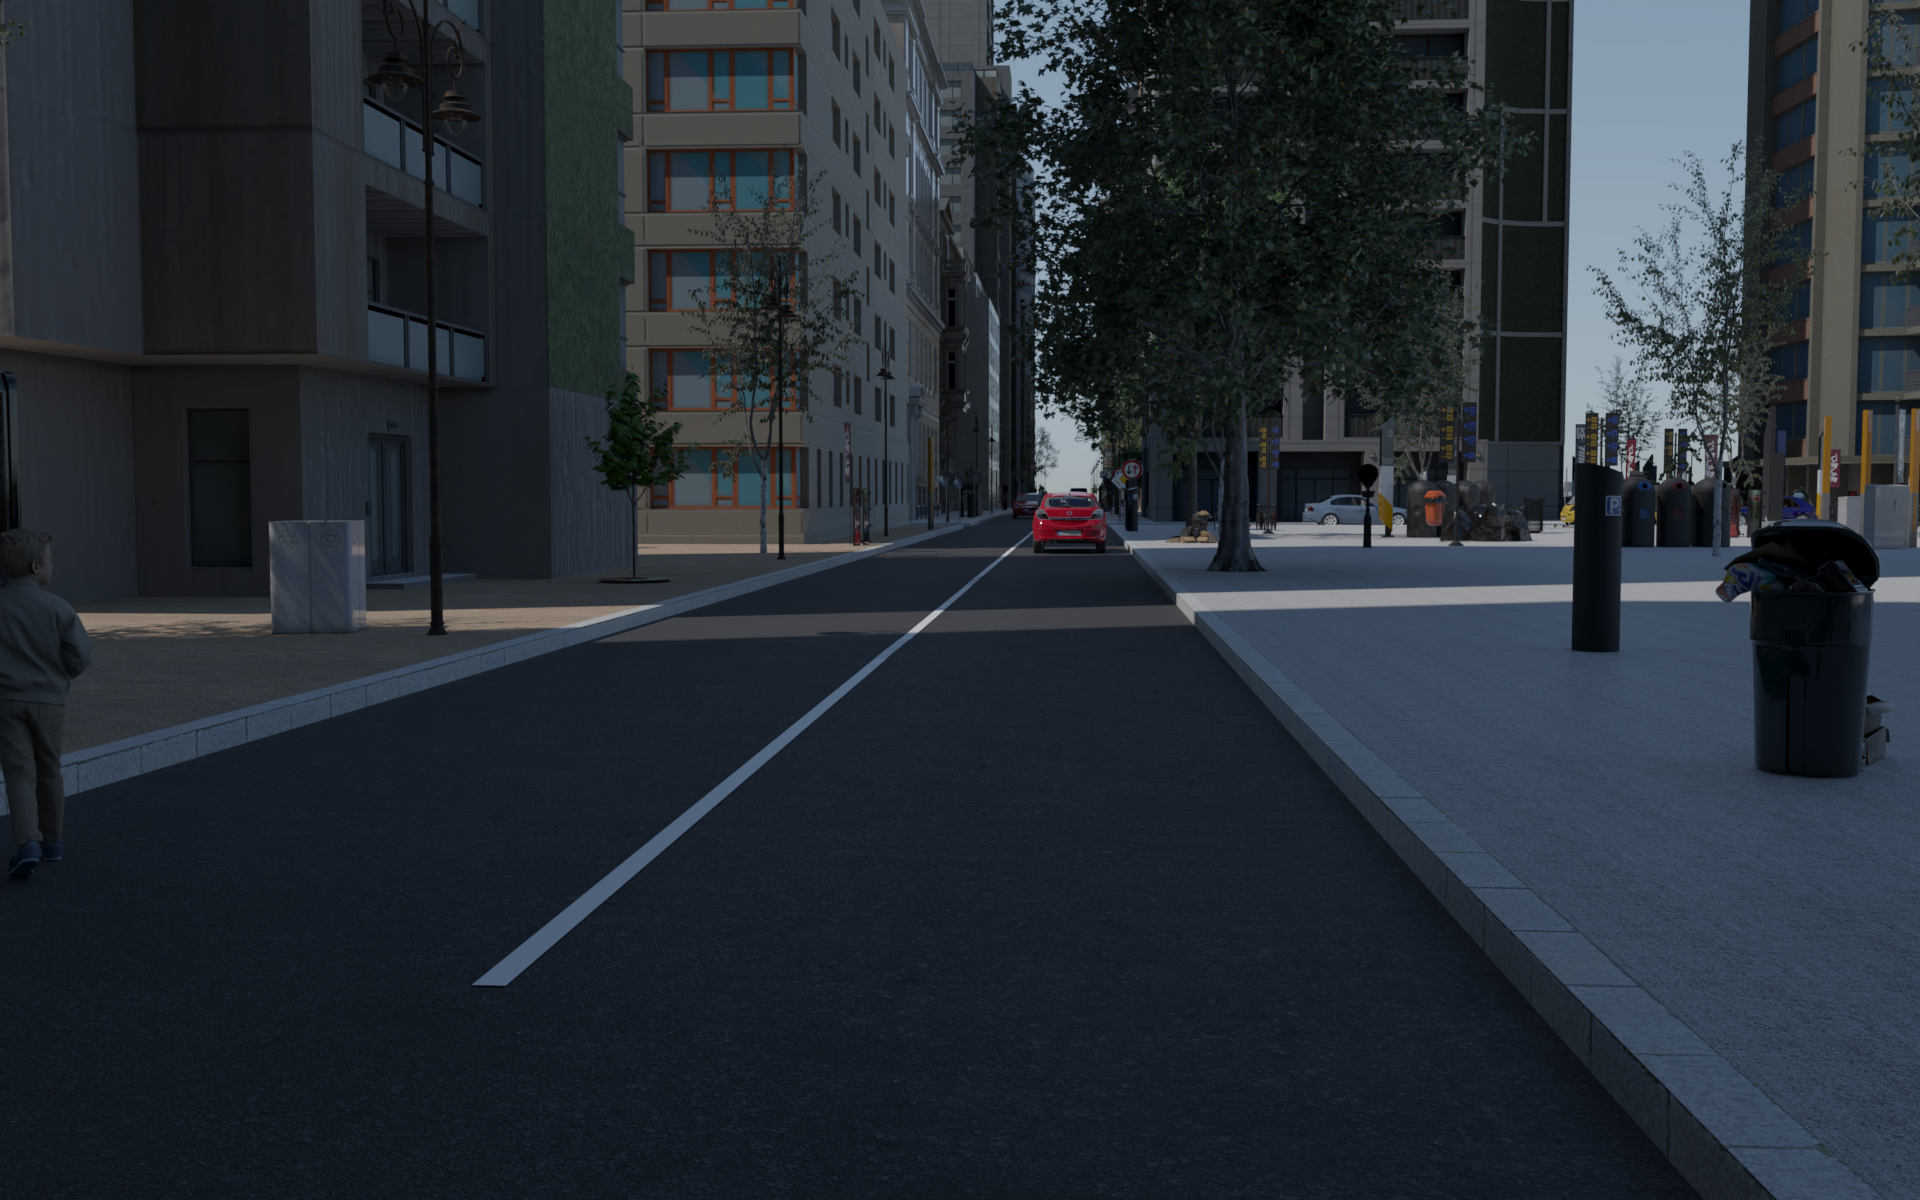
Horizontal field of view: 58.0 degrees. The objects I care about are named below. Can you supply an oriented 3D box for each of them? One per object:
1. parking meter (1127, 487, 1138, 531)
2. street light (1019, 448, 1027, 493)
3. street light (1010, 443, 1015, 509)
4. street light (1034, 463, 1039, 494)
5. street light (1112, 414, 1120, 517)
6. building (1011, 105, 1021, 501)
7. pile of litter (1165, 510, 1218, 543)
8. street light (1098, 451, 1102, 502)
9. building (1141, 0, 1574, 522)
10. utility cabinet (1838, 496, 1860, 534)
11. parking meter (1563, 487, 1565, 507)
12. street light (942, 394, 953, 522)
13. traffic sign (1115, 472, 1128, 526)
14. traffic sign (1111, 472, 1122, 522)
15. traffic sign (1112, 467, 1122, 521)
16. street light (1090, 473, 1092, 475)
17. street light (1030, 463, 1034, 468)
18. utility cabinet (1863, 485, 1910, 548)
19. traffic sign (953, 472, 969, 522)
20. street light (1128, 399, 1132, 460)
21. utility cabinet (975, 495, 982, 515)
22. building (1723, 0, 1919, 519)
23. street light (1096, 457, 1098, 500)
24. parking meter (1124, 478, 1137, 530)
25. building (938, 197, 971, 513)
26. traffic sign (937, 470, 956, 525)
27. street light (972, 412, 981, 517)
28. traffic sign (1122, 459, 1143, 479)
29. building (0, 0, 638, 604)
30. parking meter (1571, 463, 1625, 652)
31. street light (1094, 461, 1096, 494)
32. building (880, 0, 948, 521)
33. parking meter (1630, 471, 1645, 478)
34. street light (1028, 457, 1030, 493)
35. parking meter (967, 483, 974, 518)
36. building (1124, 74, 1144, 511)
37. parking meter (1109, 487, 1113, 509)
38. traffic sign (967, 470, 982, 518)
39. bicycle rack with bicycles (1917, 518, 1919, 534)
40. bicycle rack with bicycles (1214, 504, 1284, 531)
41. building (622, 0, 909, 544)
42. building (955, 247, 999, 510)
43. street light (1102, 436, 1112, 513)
[{"bbox_3d":[5.937,-3.129,59.574,0.372,1.533,0.369,0,3,0],"label":"parking meter"},{"bbox_3d":[6.162,-12.295,173.804,0.468,5.910,1.993,0,4,4],"label":"street light"},{"bbox_3d":[4.729,-11.169,155.394,0.468,5.910,1.993,0,4,4],"label":"street light"},{"bbox_3d":[9.816,-15.688,229.283,0.468,5.910,1.993,0,4,4],"label":"street light"},{"bbox_3d":[8.982,-7.638,97.669,0.468,5.910,1.993,0,4,4],"label":"street light"},{"bbox_3d":[-0.304,-33.349,195.371,14.600,45.320,14.200,0,4,4],"label":"building"},{"bbox_3d":[6.244,-1.925,45.440,1.719,0.858,1.176,3,5,45],"label":"pile of litter"},{"bbox_3d":[12.866,-11.148,155.065,0.468,5.910,1.993,0,4,4],"label":"street light"},{"bbox_3d":[19.836,-39.629,86.189,20.611,71.187,20.563,0,4,4],"label":"building"},{"bbox_3d":[24.301,-2.198,47.097,1.020,1.237,0.306,-2,4,-29],"label":"utility cabinet"},{"bbox_3d":[50.444,-8.516,144.946,0.255,1.863,0.399,2,4,29],"label":"parking meter"},{"bbox_3d":[-0.548,-6.497,79.019,0.468,5.910,1.993,0,4,4],"label":"street light"},{"bbox_3d":[6.674,-4.079,70.332,0.795,2.450,0.064,0,4,4],"label":"traffic sign"},{"bbox_3d":[7.218,-4.566,78.299,0.795,2.450,0.064,0,4,4],"label":"traffic sign"},{"bbox_3d":[7.546,-4.985,81.617,0.768,2.556,0.104,1,4,13],"label":"traffic sign"},{"bbox_3d":[18.591,-16.292,239.157,0.468,5.910,1.993,0,4,4],"label":"street light"},{"bbox_3d":[8.497,-14.576,211.099,0.468,5.910,1.993,0,4,4],"label":"street light"},{"bbox_3d":[21.713,-1.950,40.564,1.173,1.500,0.318,-2,4,-25],"label":"utility cabinet"},{"bbox_3d":[-0.008,-4.597,78.810,0.795,2.450,0.064,0,4,4],"label":"traffic sign"},{"bbox_3d":[7.748,-6.525,79.479,0.468,5.910,1.993,0,4,4],"label":"street light"},{"bbox_3d":[1.017,-5.824,106.390,0.306,1.237,1.020,-2,4,-26],"label":"utility cabinet"},{"bbox_3d":[54.237,-26.408,86.397,28.867,44.769,22.147,0,4,4],"label":"building"},{"bbox_3d":[14.163,-12.274,173.474,0.468,5.910,1.993,0,4,4],"label":"street light"},{"bbox_3d":[6.031,-3.391,61.154,0.399,1.863,0.255,-2,4,-24],"label":"parking meter"},{"bbox_3d":[-6.594,-18.236,117.241,14.460,24.649,34.723,0,4,4],"label":"building"},{"bbox_3d":[-0.552,-4.110,70.844,0.795,2.450,0.064,0,4,4],"label":"traffic sign"},{"bbox_3d":[0.928,-7.641,97.726,0.468,5.910,1.993,0,4,4],"label":"street light"},{"bbox_3d":[6.307,-3.880,63.536,0.768,2.556,0.104,0,4,4],"label":"traffic sign"},{"bbox_3d":[-13.266,-20.796,23.613,14.154,41.232,14.086,0,4,4],"label":"building"},{"bbox_3d":[5.212,-0.352,14.160,0.372,1.533,0.369,0,3,0],"label":"parking meter"},{"bbox_3d":[15.421,-13.423,192.247,0.468,5.910,1.993,0,4,4],"label":"street light"},{"bbox_3d":[-7.983,-18.586,89.780,13.634,28.700,20.117,0,4,4],"label":"building"},{"bbox_3d":[16.781,-2.278,42.962,0.255,1.863,0.399,0,4,0],"label":"parking meter"},{"bbox_3d":[7.250,-13.408,192.005,0.468,5.910,1.993,0,4,4],"label":"street light"},{"bbox_3d":[0.577,-5.441,94.674,0.255,1.863,0.399,2,4,25],"label":"parking meter"},{"bbox_3d":[23.762,-29.485,136.706,22.147,44.769,28.867,0,4,4],"label":"building"},{"bbox_3d":[12.523,-8.479,144.345,0.399,1.863,0.255,1,4,12],"label":"parking meter"},{"bbox_3d":[0.753,-5.584,91.411,0.768,2.556,0.104,1,4,9],"label":"traffic sign"},{"bbox_3d":[30.115,-2.586,55.669,2.925,0.926,2.852,1,4,15],"label":"bicycle rack with bicycles"},{"bbox_3d":[10.311,-2.950,61.611,2.852,0.926,2.925,2,4,23],"label":"bicycle rack with bicycles"},{"bbox_3d":[-17.464,-13.037,58.194,28.899,21.520,27.650,0,4,4],"label":"building"},{"bbox_3d":[-2.349,-17.623,142.888,10.420,20.320,16.860,0,4,4],"label":"building"},{"bbox_3d":[11.529,-9.901,134.663,0.468,5.910,1.993,0,4,4],"label":"street light"}]
